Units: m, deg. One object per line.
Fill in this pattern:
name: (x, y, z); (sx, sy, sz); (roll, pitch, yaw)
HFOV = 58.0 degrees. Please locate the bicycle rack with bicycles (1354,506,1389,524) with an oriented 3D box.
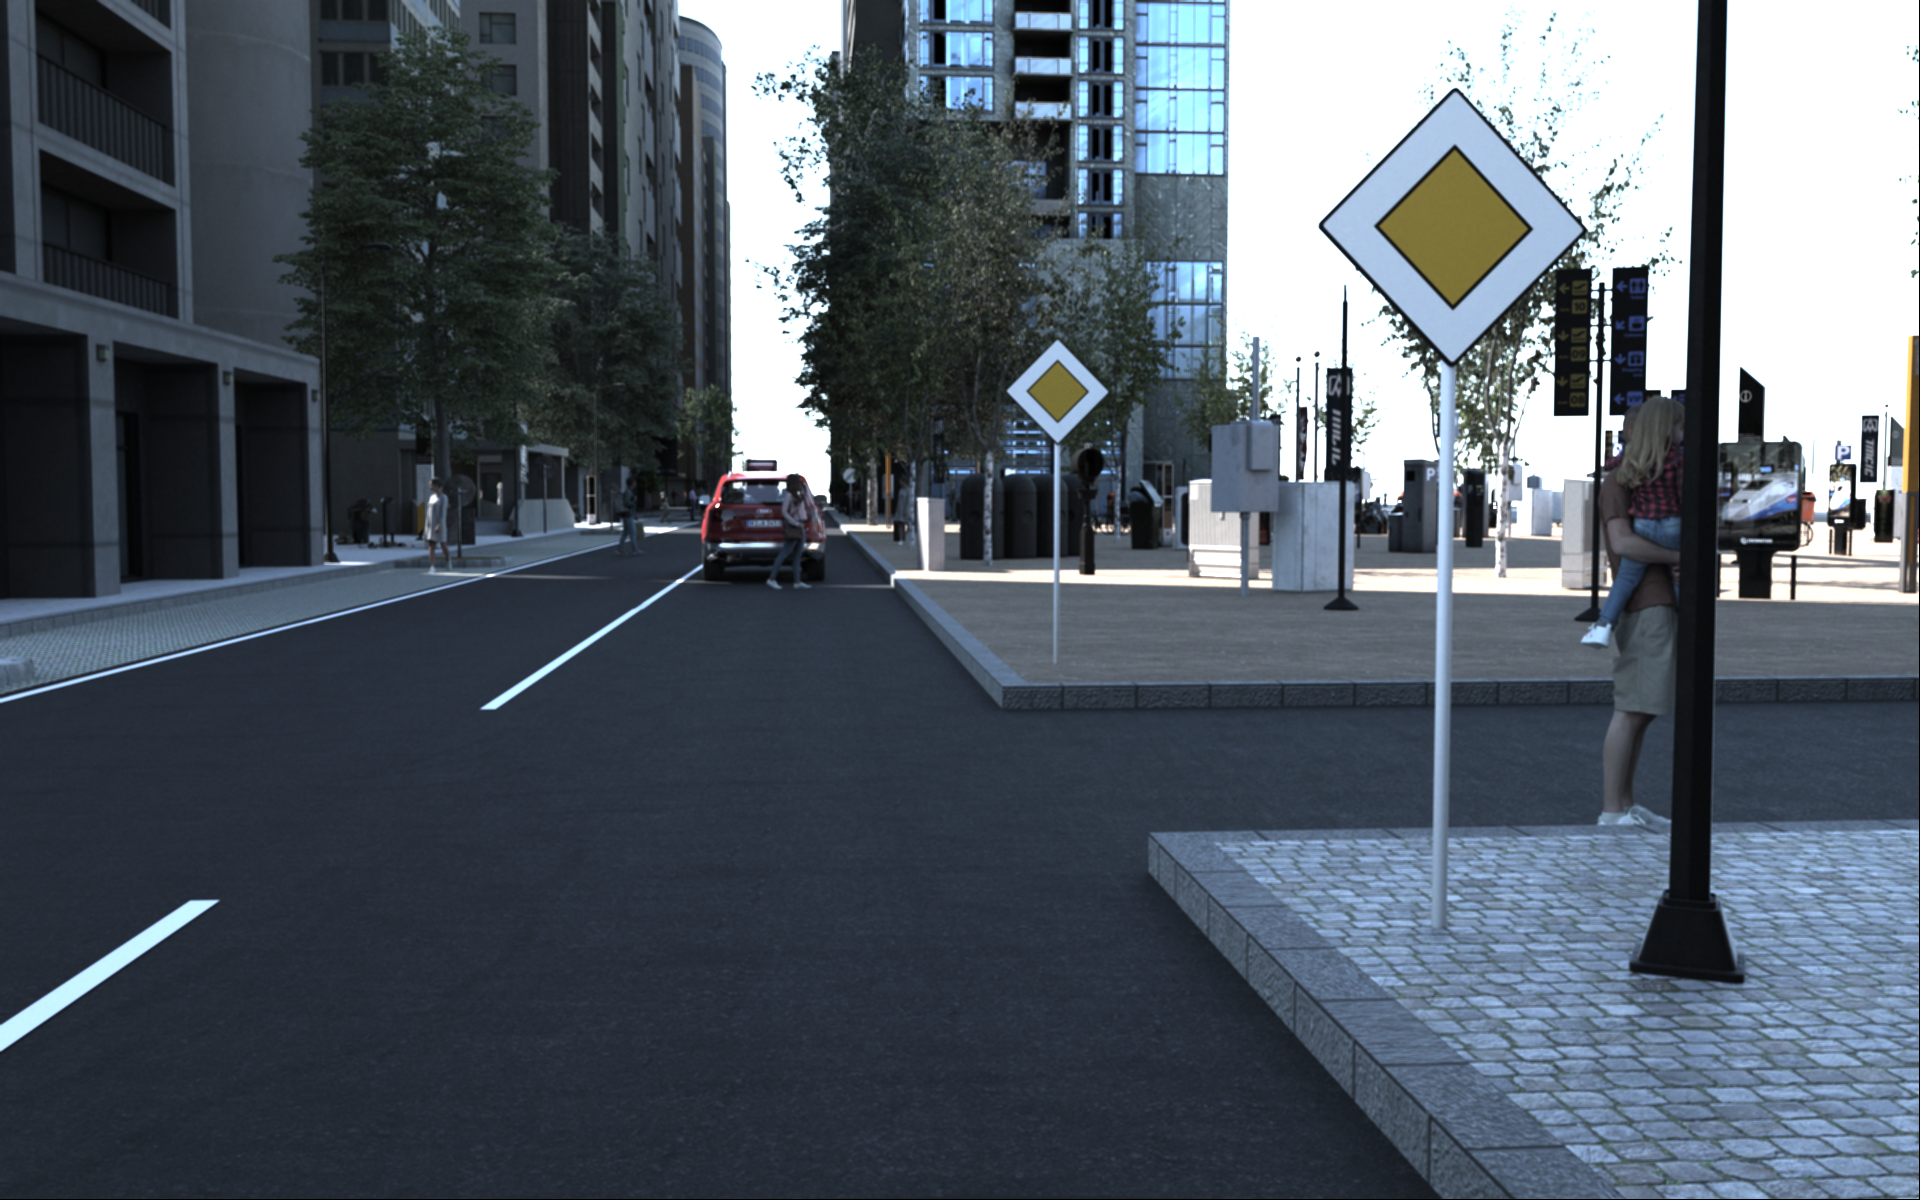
bicycle rack with bicycles: (16.492, -3.679, 73.541); (2.852, 0.926, 2.925); (-1, 4, -16)

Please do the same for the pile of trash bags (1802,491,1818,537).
pile of trash bags: (23.989, -2.605, 52.337); (3.447, 1.369, 1.912); (2, 4, 25)

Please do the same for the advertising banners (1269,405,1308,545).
advertising banners: (6.701, -2.382, 35.135); (0.090, 3.025, 2.074); (0, 4, -7)

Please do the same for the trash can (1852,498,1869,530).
trash can: (32.183, -3.089, 62.154); (0.748, 1.137, 0.748); (0, 3, 0)

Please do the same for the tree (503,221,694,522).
tree: (-16.999, -10.604, 80.024); (9.857, 13.997, 8.962); (0, 3, 0)

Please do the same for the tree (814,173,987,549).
tree: (-1.204, -5.499, 40.270); (4.737, 8.622, 4.395); (0, 3, 0)

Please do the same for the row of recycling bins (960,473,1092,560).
row of recycling bins: (1.414, -1.706, 35.014); (1.069, 1.692, 3.534); (3, 5, 44)

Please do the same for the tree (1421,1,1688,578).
tree: (8.496, -4.641, 26.246); (4.360, 8.622, 3.978); (0, 3, 0)

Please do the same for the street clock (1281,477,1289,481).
street clock: (12.815, -3.932, 68.855); (0.358, 2.002, 0.471); (-2, 4, -34)

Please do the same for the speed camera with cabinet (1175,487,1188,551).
speed camera with cabinet: (5.930, -2.758, 39.427); (2.038, 3.252, 0.660); (0, 4, 5)

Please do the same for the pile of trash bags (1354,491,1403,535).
pile of trash bags: (13.929, -2.812, 55.736); (1.912, 1.369, 3.447); (2, 4, 29)

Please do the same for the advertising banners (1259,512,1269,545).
advertising banners: (7.663, -2.895, 43.525); (0.090, 3.025, 2.074); (-2, 4, -25)

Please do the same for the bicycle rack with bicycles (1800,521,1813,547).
bicycle rack with bicycles: (19.786, -1.808, 42.948); (2.852, 0.926, 2.925); (-2, 4, -33)

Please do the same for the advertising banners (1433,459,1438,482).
advertising banners: (24.472, -5.513, 86.328); (2.074, 3.025, 0.090); (-1, 4, -17)

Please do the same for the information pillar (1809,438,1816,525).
information pillar: (35.516, -4.940, 72.130); (0.183, 3.616, 0.504); (2, 4, 30)

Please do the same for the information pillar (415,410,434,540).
information pillar: (-14.902, -3.477, 48.200); (0.504, 3.616, 0.183); (1, 4, 11)

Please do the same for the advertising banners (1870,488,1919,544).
advertising banners: (24.744, -2.975, 44.836); (2.074, 3.025, 0.090); (3, 5, 45)

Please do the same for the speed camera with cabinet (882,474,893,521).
speed camera with cabinet: (-2.862, -5.282, 80.700); (0.660, 3.252, 2.038); (-2, 4, -33)

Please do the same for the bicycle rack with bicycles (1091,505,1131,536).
bicycle rack with bicycles: (5.256, -2.523, 54.634); (2.925, 0.926, 2.852); (-1, 4, -20)

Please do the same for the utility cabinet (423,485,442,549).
utility cabinet: (-12.331, -1.957, 40.674); (0.318, 1.500, 1.173); (-1, 4, -9)

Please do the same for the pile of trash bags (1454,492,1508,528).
pile of trash bags: (19.555, -3.466, 66.426); (1.912, 1.369, 3.447); (0, 4, -8)

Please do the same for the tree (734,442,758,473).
tree: (-30.401, -18.096, 246.236); (4.737, 8.622, 4.395); (0, 3, 0)

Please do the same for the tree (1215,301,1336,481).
tree: (10.998, -7.026, 65.233); (4.737, 8.622, 4.395); (0, 3, 0)

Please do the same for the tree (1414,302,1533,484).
tree: (18.050, -6.695, 59.819); (4.737, 8.622, 4.395); (0, 3, 0)

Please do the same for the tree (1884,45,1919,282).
tree: (15.987, -4.629, 26.053); (4.737, 8.622, 4.395); (0, 3, 0)

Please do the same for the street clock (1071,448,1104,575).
street clock: (2.021, -1.403, 27.502); (0.471, 2.002, 0.358); (-2, 4, -24)

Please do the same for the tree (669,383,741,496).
tree: (-23.798, -14.538, 163.454); (9.928, 11.665, 9.643); (0, 3, 0)

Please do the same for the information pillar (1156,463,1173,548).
information pillar: (4.922, -2.274, 41.674); (0.304, 2.012, 0.304); (-2, 4, -28)

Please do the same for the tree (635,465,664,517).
tree: (-17.691, -6.361, 98.600); (1.663, 3.219, 1.824); (0, 3, 0)

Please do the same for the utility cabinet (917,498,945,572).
utility cabinet: (-0.483, -1.100, 29.140); (0.306, 1.237, 1.020); (-1, 4, -12)

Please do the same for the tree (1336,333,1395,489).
tree: (17.462, -7.829, 78.371); (4.737, 8.622, 4.395); (0, 3, 0)

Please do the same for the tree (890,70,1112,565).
tree: (0.590, -4.940, 31.133); (4.360, 8.622, 3.978); (0, 3, 0)

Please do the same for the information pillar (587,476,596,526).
information pillar: (-14.993, -4.034, 70.442); (0.304, 2.012, 0.304); (-1, 4, -21)

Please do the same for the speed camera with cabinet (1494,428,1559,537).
speed camera with cabinet: (17.168, -3.571, 52.727); (2.038, 3.252, 0.660); (-2, 4, -32)

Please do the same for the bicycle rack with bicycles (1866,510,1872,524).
bicycle rack with bicycles: (39.873, -3.686, 73.646); (2.925, 0.926, 2.852); (-2, 4, -30)

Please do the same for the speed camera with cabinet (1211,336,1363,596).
speed camera with cabinet: (4.177, -1.711, 22.312); (2.038, 3.252, 0.660); (-2, 4, -33)

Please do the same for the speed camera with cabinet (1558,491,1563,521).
speed camera with cabinet: (28.496, -5.471, 83.794); (2.038, 3.252, 0.660); (3, 4, 37)

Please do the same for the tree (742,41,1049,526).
tree: (-2.737, -13.149, 70.873); (12.611, 20.169, 13.585); (0, 3, 0)

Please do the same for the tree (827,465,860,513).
tree: (-7.703, -7.400, 115.592); (1.663, 3.219, 1.824); (0, 3, 0)

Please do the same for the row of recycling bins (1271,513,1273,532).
row of recycling bins: (10.424, -3.142, 58.483); (3.534, 1.692, 1.069); (-1, 4, -20)

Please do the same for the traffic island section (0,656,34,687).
traffic island section: (-8.036, 0.609, 12.324); (2.009, 0.180, 2.903); (0, 4, -5)

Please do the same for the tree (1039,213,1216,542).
tree: (4.141, -5.855, 46.088); (4.737, 8.622, 4.395); (0, 3, 0)

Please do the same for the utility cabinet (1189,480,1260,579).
utility cabinet: (3.985, -1.073, 26.226); (0.318, 1.500, 1.173); (-3, 4, -38)

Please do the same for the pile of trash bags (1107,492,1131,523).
pile of trash bags: (7.295, -3.974, 74.731); (1.912, 1.369, 3.447); (-2, 4, -25)

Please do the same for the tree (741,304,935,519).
tree: (-4.840, -10.063, 90.290); (9.928, 11.665, 9.643); (0, 3, 0)

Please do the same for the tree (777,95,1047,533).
tree: (-1.382, -9.215, 57.327); (9.857, 13.997, 8.962); (0, 3, 0)

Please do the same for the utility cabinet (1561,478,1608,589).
utility cabinet: (8.512, -0.909, 23.536); (0.318, 1.500, 1.173); (2, 4, 35)

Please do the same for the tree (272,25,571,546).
tree: (-13.056, -7.605, 42.465); (7.486, 12.596, 7.792); (0, 3, 0)

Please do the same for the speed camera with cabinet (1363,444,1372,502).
speed camera with cabinet: (15.510, -4.591, 69.402); (0.660, 3.252, 2.038); (-3, 4, -36)

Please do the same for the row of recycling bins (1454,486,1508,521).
row of recycling bins: (24.538, -4.658, 83.273); (3.534, 1.692, 1.069); (2, 4, 24)
